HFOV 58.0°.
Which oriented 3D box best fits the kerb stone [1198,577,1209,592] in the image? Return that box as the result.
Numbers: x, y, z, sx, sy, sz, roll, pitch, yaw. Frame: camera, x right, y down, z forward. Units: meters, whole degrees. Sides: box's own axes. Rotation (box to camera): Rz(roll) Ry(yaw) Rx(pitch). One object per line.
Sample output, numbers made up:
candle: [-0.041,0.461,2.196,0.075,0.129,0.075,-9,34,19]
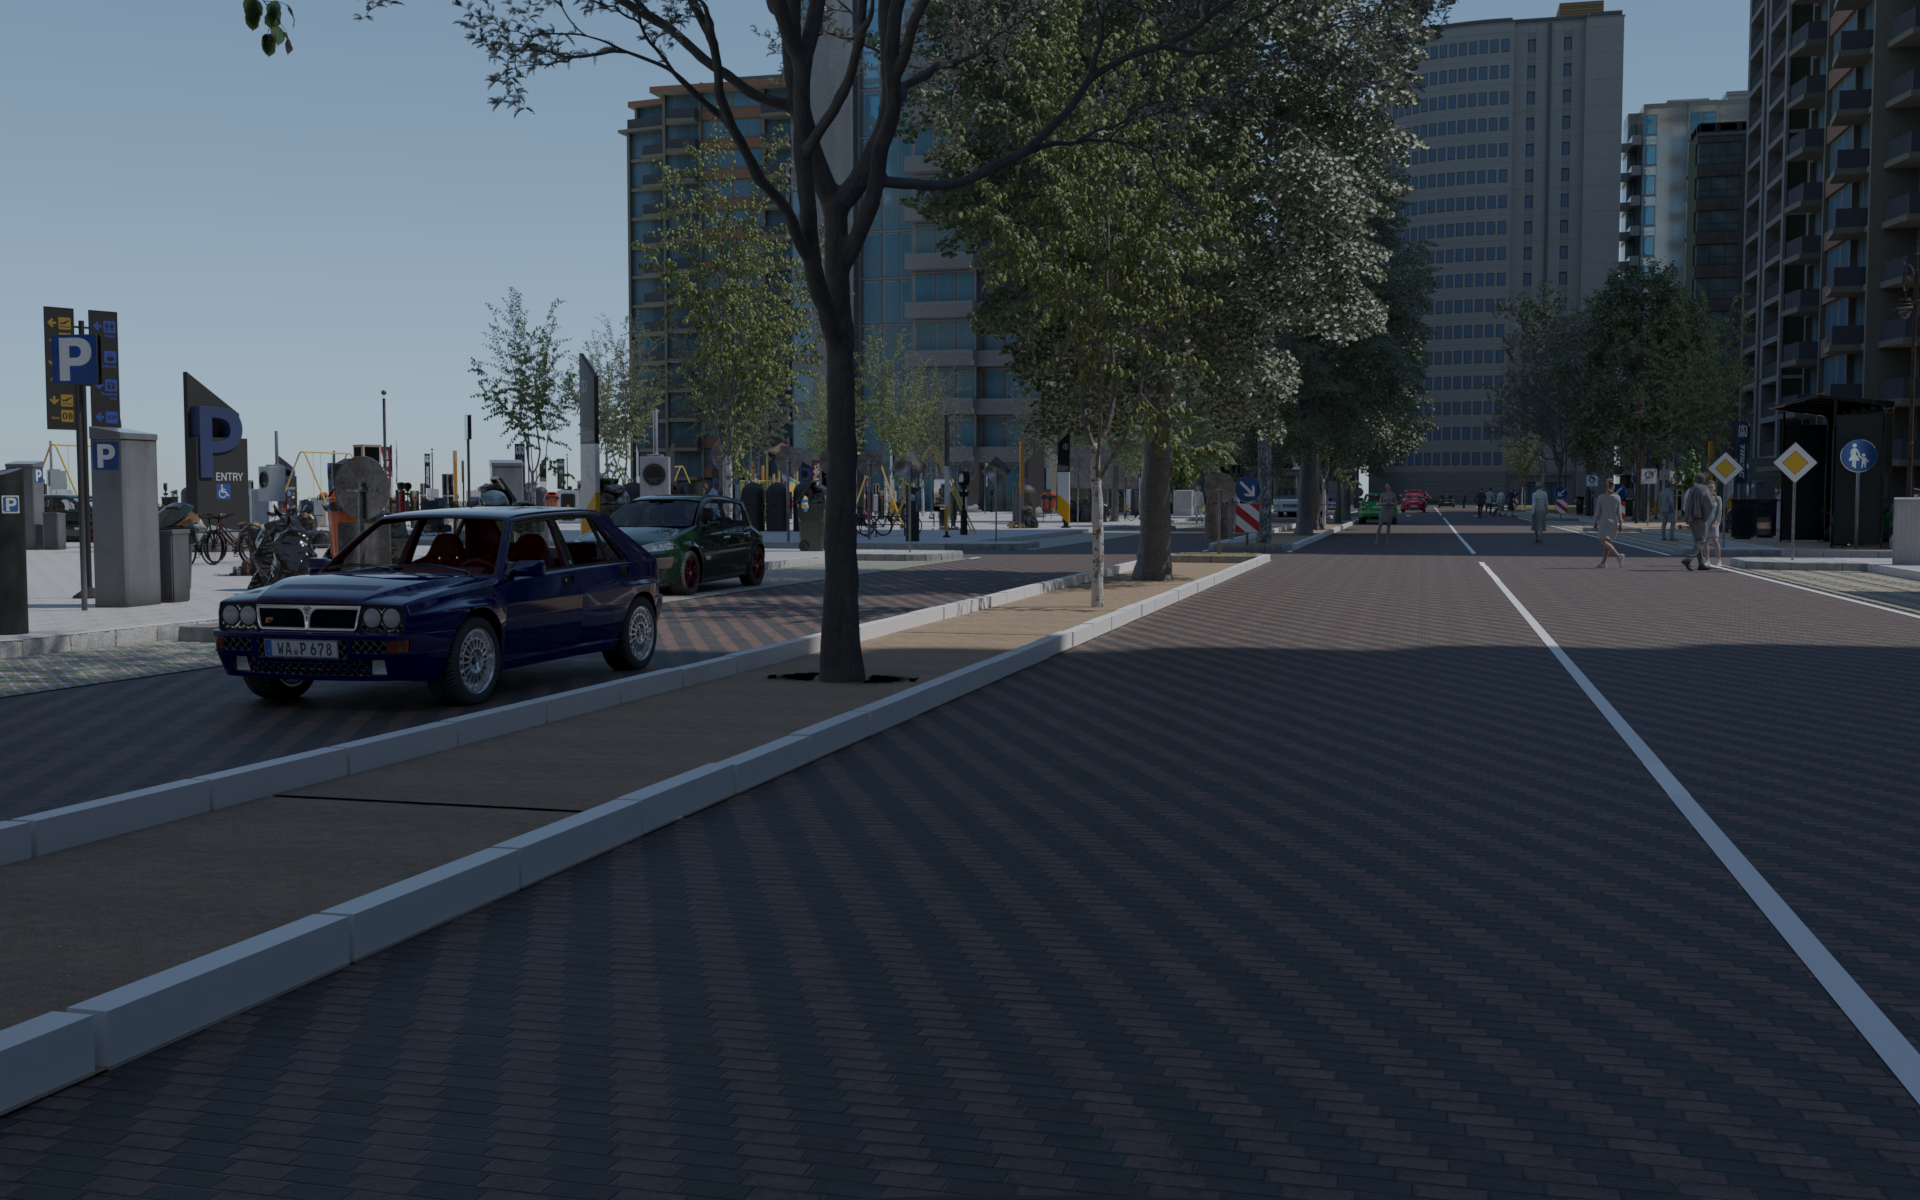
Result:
kerb stone: [3.523,-0.208,25.593,0.120,0.150,1.000,1,4,15]

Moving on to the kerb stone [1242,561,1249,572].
kerb stone: [5.101,-0.571,31.530,0.120,0.150,1.000,1,4,15]

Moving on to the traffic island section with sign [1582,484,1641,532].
traffic island section with sign: [24.889,-3.519,66.171,1.989,1.847,2.006,1,4,15]

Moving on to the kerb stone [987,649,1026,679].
kerb stone: [0.331,0.524,13.708,0.120,0.150,1.000,1,4,15]

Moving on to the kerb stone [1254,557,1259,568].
kerb stone: [5.638,-0.692,33.512,0.120,0.150,1.000,1,4,15]

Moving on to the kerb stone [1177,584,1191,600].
kerb stone: [2.991,-0.086,23.604,0.120,0.150,1.000,1,4,15]

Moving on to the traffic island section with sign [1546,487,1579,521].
traffic island section with sign: [31.922,-5.126,92.439,1.989,1.847,2.006,1,4,15]

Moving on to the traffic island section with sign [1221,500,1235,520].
traffic island section with sign: [14.800,-5.368,96.397,1.989,1.847,2.006,1,4,15]

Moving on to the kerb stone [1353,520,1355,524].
kerb stone: [17.709,-3.450,78.604,0.120,0.150,1.000,1,4,15]

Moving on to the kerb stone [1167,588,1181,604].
kerb stone: [2.720,-0.021,22.614,0.120,0.150,1.000,1,4,15]

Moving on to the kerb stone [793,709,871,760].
kerb stone: [-0.726,0.763,9.752,0.120,0.150,1.000,1,4,15]

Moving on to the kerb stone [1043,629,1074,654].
kerb stone: [0.857,0.398,15.695,0.120,0.150,1.000,1,4,15]

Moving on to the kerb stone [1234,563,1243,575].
kerb stone: [4.835,-0.510,30.538,0.120,0.150,1.000,1,4,15]

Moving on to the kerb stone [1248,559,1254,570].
kerb stone: [5.372,-0.632,32.521,0.120,0.150,1.000,1,4,15]

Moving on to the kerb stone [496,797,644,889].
kerb stone: [-1.518,0.943,6.779,0.120,0.150,1.000,1,4,15]

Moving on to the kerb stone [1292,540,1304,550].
kerb stone: [8.953,-1.451,45.912,0.120,0.150,1.000,1,4,15]

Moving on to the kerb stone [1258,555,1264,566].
kerb stone: [5.909,-0.749,34.498,0.120,0.150,1.000,1,4,15]

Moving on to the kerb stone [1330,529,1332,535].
kerb stone: [12.660,-2.297,59.766,0.120,0.150,1.000,1,4,15]

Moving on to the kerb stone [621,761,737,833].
kerb stone: [-1.261,0.882,7.770,0.120,0.150,1.000,1,4,15]

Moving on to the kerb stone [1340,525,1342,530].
kerb stone: [14.511,-2.716,66.700,0.120,0.150,1.000,1,4,15]

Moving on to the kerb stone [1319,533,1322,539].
kerb stone: [11.067,-1.928,53.826,0.120,0.150,1.000,1,4,15]

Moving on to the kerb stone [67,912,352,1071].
kerb stone: [-2.044,1.064,4.796,0.120,0.150,1.000,1,4,15]

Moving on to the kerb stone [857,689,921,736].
kerb stone: [-0.454,0.701,10.737,0.120,0.150,1.000,1,4,15]

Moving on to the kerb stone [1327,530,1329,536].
kerb stone: [12.128,-2.175,57.788,0.120,0.150,1.000,1,4,15]

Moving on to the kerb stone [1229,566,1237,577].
kerb stone: [4.572,-0.448,29.545,0.120,0.150,1.000,1,4,15]

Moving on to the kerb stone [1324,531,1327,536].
kerb stone: [11.863,-2.112,56.796,0.120,0.150,1.000,1,4,15]

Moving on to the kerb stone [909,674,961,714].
kerb stone: [-0.198,0.642,11.727,0.120,0.150,1.000,1,4,15]

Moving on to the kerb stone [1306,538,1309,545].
kerb stone: [9.479,-1.572,47.890,0.120,0.150,1.000,1,4,15]

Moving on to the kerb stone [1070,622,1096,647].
kerb stone: [1.135,0.344,16.682,0.120,0.150,1.000,1,4,15]

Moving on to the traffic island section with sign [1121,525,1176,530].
traffic island section with sign: [7.629,-3.729,69.593,1.989,1.847,2.006,1,4,15]

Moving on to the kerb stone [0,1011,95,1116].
kerb stone: [-2.322,1.125,3.803,0.120,0.150,1.000,1,4,15]

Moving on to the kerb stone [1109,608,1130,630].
kerb stone: [1.666,0.219,18.658,0.120,0.150,1.000,1,4,15]

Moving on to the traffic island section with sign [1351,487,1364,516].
traffic island section with sign: [26.758,-6.624,116.444,2.006,1.907,1.989,1,4,15]

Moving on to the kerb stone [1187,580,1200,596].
kerb stone: [3.248,-0.147,24.602,0.120,0.150,1.000,1,4,15]

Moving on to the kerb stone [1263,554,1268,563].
kerb stone: [6.160,-0.811,35.491,0.120,0.150,1.000,1,4,15]

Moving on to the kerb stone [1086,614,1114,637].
kerb stone: [1.397,0.277,17.672,0.120,0.150,1.000,1,4,15]

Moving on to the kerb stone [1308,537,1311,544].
kerb stone: [9.737,-1.632,48.879,0.120,0.150,1.000,1,4,15]

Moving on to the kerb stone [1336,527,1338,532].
kerb stone: [13.718,-2.540,63.731,0.120,0.150,1.000,1,4,15]

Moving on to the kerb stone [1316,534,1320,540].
kerb stone: [10.803,-1.872,52.833,0.120,0.150,1.000,1,4,15]

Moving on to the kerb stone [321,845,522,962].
kerb stone: [-1.780,1.004,5.791,0.120,0.150,1.000,1,4,15]

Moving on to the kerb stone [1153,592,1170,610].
kerb stone: [2.458,0.037,21.626,0.120,0.150,1.000,1,4,15]

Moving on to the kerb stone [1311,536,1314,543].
kerb stone: [10.016,-1.692,49.863,0.120,0.150,1.000,1,4,15]

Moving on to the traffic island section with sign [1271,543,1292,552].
traffic island section with sign: [7.342,-2.184,43.847,2.006,1.907,1.989,1,4,15]

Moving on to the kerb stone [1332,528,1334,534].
kerb stone: [12.929,-2.358,60.755,0.120,0.150,1.000,1,4,15]

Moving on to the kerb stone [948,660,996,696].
kerb stone: [0.068,0.580,12.714,0.120,0.150,1.000,1,4,15]

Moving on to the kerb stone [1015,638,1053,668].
kerb stone: [0.603,0.459,14.693,0.120,0.150,1.000,1,4,15]

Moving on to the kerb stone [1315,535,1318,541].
kerb stone: [10.543,-1.813,51.838,0.120,0.150,1.000,1,4,15]

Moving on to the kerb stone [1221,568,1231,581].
kerb stone: [4.315,-0.381,28.556,0.120,0.150,1.000,1,4,15]

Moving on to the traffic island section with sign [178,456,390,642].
traffic island section with sign: [-6.341,-0.535,17.374,1.989,1.847,2.006,1,4,15]

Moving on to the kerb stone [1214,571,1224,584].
kerb stone: [4.050,-0.325,27.568,0.120,0.150,1.000,1,4,15]

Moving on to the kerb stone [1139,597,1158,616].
kerb stone: [2.193,0.095,20.637,0.120,0.150,1.000,1,4,15]

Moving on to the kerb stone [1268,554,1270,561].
kerb stone: [6.430,-0.869,36.488,0.120,0.150,1.000,1,4,15]

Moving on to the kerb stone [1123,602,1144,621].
kerb stone: [1.918,0.156,19.651,0.120,0.150,1.000,1,4,15]

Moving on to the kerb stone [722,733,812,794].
kerb stone: [-0.991,0.830,8.756,0.120,0.150,1.000,1,4,15]

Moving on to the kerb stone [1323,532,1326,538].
kerb stone: [11.606,-2.055,55.798,0.120,0.150,1.000,1,4,15]

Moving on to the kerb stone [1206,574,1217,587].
kerb stone: [3.781,-0.265,26.582,0.120,0.150,1.000,1,4,15]

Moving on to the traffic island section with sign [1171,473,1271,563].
traffic island section with sign: [5.418,-1.747,36.694,2.006,1.907,1.989,1,4,15]

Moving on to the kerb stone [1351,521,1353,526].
kerb stone: [17.179,-3.329,76.629,0.120,0.150,1.000,1,4,15]

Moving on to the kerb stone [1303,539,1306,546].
kerb stone: [9.212,-1.505,46.902,0.120,0.150,1.000,1,4,15]
